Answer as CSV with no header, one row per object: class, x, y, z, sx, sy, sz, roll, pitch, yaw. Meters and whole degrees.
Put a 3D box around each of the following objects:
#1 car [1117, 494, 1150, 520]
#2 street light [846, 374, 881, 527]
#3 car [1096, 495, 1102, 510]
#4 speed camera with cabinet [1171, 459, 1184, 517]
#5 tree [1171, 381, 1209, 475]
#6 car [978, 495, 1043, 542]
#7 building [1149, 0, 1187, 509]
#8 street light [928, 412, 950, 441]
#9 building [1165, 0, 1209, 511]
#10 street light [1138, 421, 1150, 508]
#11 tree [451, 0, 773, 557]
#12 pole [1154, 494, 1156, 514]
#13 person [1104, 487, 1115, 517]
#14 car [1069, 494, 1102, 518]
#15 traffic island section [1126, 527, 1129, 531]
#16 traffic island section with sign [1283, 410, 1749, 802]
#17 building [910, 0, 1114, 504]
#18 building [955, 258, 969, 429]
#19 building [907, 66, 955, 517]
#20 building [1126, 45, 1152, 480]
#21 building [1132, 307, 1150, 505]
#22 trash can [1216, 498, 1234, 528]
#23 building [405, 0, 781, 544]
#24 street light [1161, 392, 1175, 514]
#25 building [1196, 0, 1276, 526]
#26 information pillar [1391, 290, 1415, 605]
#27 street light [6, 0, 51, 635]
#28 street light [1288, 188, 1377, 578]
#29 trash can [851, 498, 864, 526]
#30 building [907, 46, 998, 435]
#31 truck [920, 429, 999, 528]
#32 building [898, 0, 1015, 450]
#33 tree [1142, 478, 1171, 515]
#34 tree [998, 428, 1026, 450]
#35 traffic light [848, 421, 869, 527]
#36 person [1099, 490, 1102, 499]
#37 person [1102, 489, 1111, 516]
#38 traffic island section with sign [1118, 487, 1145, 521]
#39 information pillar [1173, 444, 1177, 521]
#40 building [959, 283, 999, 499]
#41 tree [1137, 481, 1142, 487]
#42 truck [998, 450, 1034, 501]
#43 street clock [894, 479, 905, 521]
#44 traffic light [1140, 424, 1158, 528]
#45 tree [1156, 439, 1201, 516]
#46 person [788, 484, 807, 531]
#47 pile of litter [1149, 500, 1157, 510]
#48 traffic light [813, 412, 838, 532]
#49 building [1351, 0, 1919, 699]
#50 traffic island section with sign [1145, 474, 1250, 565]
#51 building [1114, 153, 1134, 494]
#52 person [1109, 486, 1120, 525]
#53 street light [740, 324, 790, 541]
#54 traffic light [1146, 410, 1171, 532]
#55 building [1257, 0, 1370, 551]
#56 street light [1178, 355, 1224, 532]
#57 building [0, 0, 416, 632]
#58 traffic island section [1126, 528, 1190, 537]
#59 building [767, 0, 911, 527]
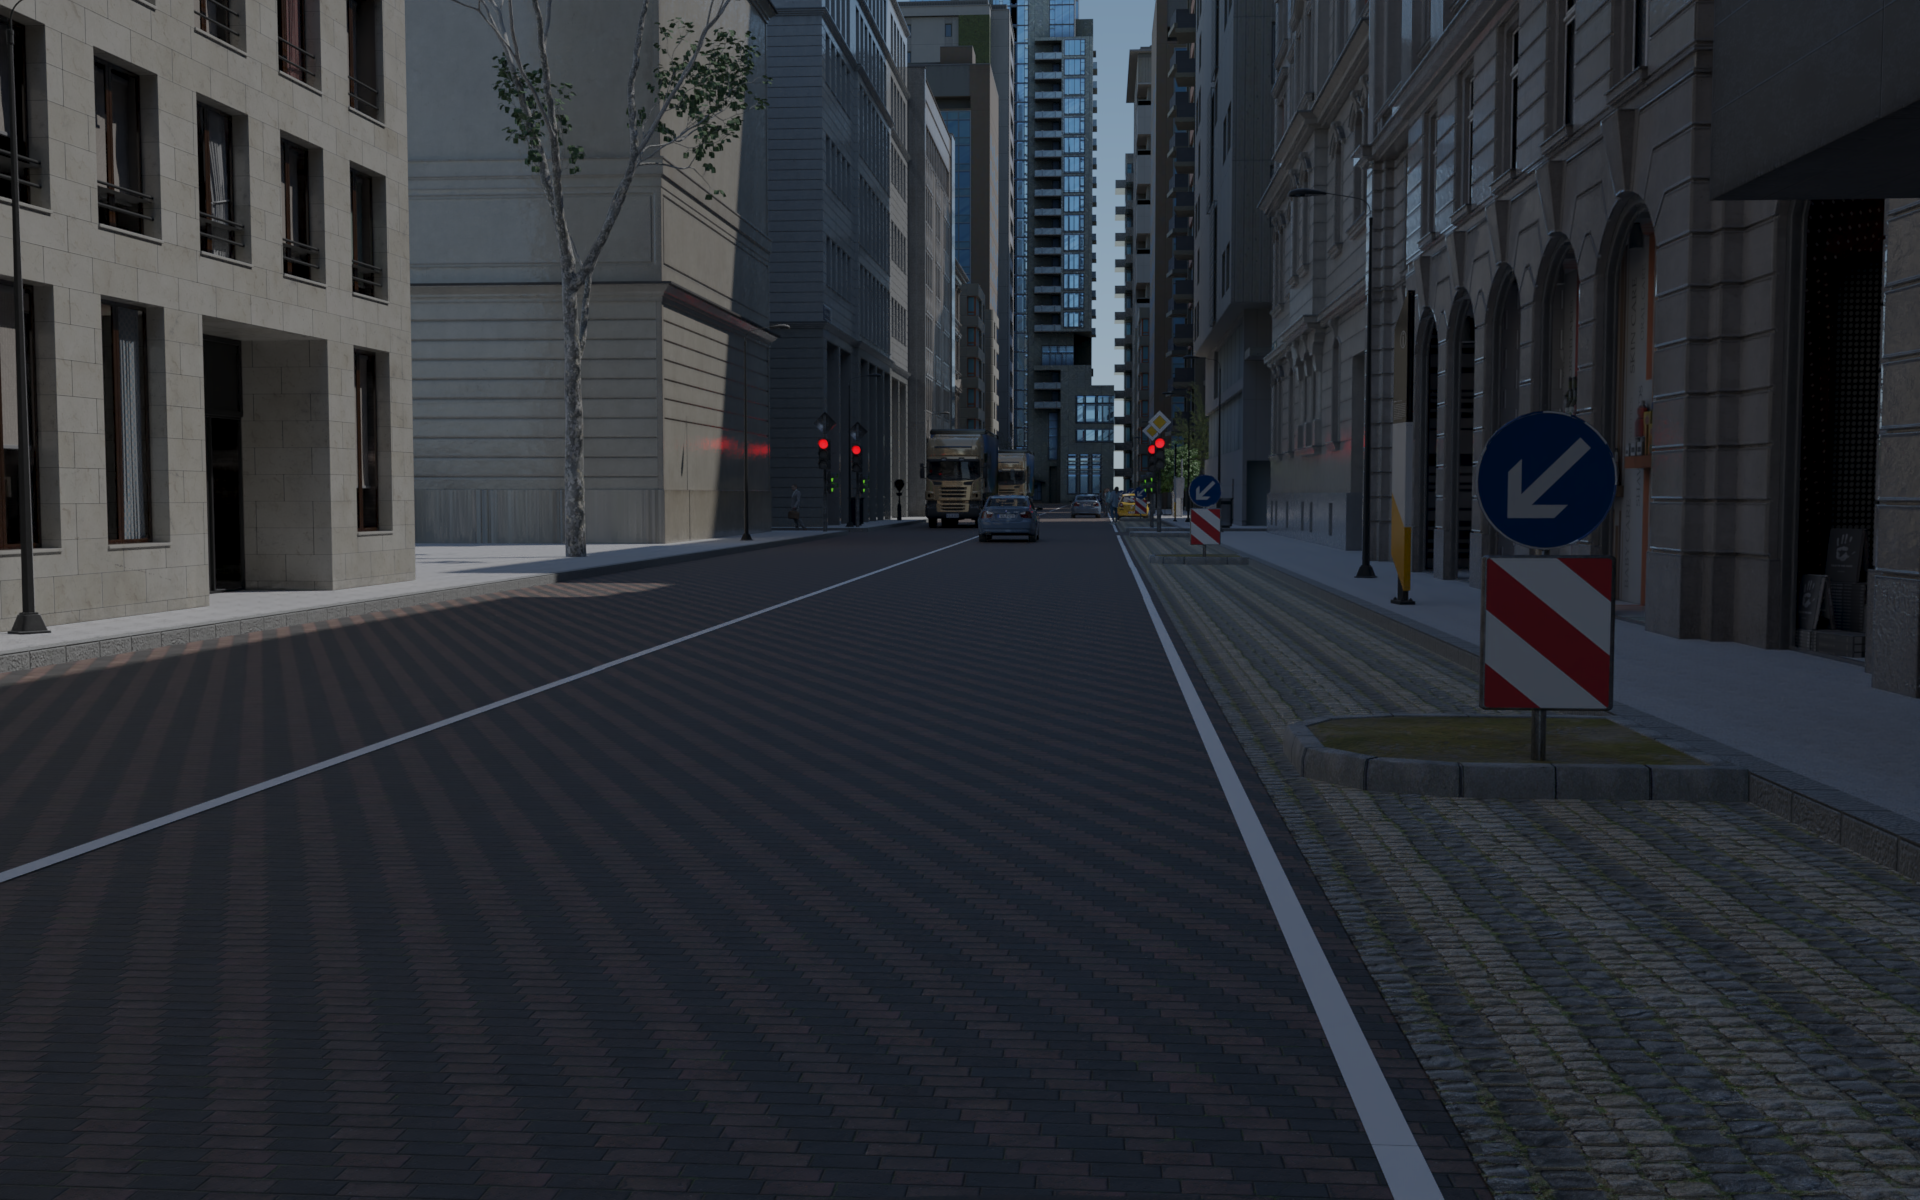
car,9.524,-5.233,95.788,2.015,1.641,3.980,0,4,4
street light,-3.739,-5.776,66.982,1.470,5.913,1.316,0,4,5
car,11.726,-8.613,153.404,1.945,1.354,3.894,0,4,5
speed camera with cabinet,12.329,-6.350,98.161,0.660,3.252,2.038,0,4,4
tree,15.546,-9.758,109.910,4.737,8.622,4.395,0,3,0
car,1.521,-2.510,53.045,2.014,1.417,4.499,0,4,4
building,23.845,-30.702,152.082,14.600,45.320,14.200,0,4,5
street light,-1.270,-7.681,98.127,1.470,5.913,1.316,0,4,5
building,26.301,-28.773,125.058,22.147,44.769,28.867,0,4,5
street light,12.212,-8.399,109.860,1.470,5.913,1.316,0,4,5
tree,-6.612,-10.897,34.063,12.611,20.169,13.585,0,3,0
pole,12.589,-7.253,112.434,0.158,3.312,0.155,0,3,0
person,9.198,-6.014,106.690,0.748,1.841,0.638,2,4,26
car,7.526,-5.610,103.729,2.014,1.417,4.499,0,4,3
traffic island section,7.362,-2.692,66.296,2.009,0.180,2.903,0,4,5
traffic island section with sign,2.745,-0.025,9.031,1.989,1.847,2.006,0,4,5
building,5.436,-56.403,234.853,31.000,86.520,22.319,0,4,5
building,-5.866,-17.793,127.080,11.583,22.565,21.152,0,4,5
building,-7.128,-17.647,106.543,12.078,24.808,19.932,0,4,5
building,33.781,-37.435,201.305,28.713,52.752,27.495,0,4,5
building,31.512,-20.106,173.772,27.650,21.520,28.899,0,4,5
trash can,9.989,-3.292,65.481,0.748,1.137,0.748,0,3,0
building,-21.188,-13.389,52.189,30.059,22.955,16.112,0,4,5
street light,9.881,-6.507,78.927,1.470,5.913,1.316,0,4,5
building,24.407,-29.890,77.939,27.495,52.752,28.713,0,4,5
information pillar,5.158,-1.762,20.166,0.183,3.616,0.504,0,4,-4
street light,-8.042,-2.642,15.741,1.470,5.913,1.316,0,4,5
street light,5.688,-3.297,26.448,1.470,5.913,1.316,0,4,5
trash can,-4.221,-3.590,70.356,0.748,1.137,0.748,0,3,0
building,-3.378,-32.291,178.068,14.600,45.320,14.200,0,4,5
truck,0.126,-5.392,77.066,2.839,4.237,11.283,0,4,5
building,-7.796,-40.692,207.308,28.212,58.520,21.231,0,4,5
tree,12.634,-6.878,107.062,1.663,3.219,1.824,0,3,0
tree,5.655,-14.874,193.558,4.360,8.622,3.978,0,3,0
traffic light,-3.954,-4.780,67.075,0.839,4.253,0.868,0,4,5
person,13.127,-9.381,161.954,0.705,1.814,1.350,2,4,26
person,9.603,-6.423,113.785,0.520,1.790,0.573,-1,4,-21
traffic island section with sign,9.350,-5.027,90.815,1.989,1.847,2.006,0,4,5
information pillar,10.086,-5.494,81.173,0.183,3.616,0.504,0,4,4
building,-11.120,-19.131,157.837,27.650,21.520,28.899,0,4,5
tree,15.825,-9.186,144.790,1.663,3.219,1.824,0,3,0
truck,3.309,-7.527,111.975,2.839,4.237,11.283,0,4,5
street clock,-2.944,-4.857,83.980,0.471,2.002,0.358,-1,4,-20
traffic light,7.323,-4.726,66.186,0.839,4.253,0.868,0,4,5
tree,12.848,-7.299,103.049,4.285,4.588,4.351,0,3,0
person,-6.117,-3.417,64.490,0.853,1.813,0.709,-2,4,-33
pile of litter,15.260,-7.625,138.637,1.176,0.858,1.719,0,4,4
traffic light,-4.595,-4.293,59.115,0.839,4.253,0.868,0,4,5
building,12.767,-10.973,21.208,13.314,21.916,24.055,0,4,5
traffic island section with sign,4.926,-1.668,35.898,1.989,1.847,2.006,0,4,5
building,36.192,-37.617,234.641,30.456,49.044,23.786,0,4,5
person,7.258,-4.438,81.332,0.793,1.790,0.793,1,4,20
street light,-5.357,-4.592,47.617,1.470,5.913,1.316,0,4,5
traffic light,6.681,-4.239,58.226,0.839,4.253,0.868,0,4,5
building,15.517,-15.772,45.265,14.401,28.519,23.554,0,4,5
street light,8.158,-5.233,58.095,1.470,5.913,1.316,0,4,5
building,-13.947,-9.937,17.225,10.420,20.320,16.860,0,4,5
traffic island section,6.721,-2.205,58.337,2.009,0.180,2.903,0,4,5
building,-9.447,-18.585,81.357,11.434,29.767,29.804,0,4,5
